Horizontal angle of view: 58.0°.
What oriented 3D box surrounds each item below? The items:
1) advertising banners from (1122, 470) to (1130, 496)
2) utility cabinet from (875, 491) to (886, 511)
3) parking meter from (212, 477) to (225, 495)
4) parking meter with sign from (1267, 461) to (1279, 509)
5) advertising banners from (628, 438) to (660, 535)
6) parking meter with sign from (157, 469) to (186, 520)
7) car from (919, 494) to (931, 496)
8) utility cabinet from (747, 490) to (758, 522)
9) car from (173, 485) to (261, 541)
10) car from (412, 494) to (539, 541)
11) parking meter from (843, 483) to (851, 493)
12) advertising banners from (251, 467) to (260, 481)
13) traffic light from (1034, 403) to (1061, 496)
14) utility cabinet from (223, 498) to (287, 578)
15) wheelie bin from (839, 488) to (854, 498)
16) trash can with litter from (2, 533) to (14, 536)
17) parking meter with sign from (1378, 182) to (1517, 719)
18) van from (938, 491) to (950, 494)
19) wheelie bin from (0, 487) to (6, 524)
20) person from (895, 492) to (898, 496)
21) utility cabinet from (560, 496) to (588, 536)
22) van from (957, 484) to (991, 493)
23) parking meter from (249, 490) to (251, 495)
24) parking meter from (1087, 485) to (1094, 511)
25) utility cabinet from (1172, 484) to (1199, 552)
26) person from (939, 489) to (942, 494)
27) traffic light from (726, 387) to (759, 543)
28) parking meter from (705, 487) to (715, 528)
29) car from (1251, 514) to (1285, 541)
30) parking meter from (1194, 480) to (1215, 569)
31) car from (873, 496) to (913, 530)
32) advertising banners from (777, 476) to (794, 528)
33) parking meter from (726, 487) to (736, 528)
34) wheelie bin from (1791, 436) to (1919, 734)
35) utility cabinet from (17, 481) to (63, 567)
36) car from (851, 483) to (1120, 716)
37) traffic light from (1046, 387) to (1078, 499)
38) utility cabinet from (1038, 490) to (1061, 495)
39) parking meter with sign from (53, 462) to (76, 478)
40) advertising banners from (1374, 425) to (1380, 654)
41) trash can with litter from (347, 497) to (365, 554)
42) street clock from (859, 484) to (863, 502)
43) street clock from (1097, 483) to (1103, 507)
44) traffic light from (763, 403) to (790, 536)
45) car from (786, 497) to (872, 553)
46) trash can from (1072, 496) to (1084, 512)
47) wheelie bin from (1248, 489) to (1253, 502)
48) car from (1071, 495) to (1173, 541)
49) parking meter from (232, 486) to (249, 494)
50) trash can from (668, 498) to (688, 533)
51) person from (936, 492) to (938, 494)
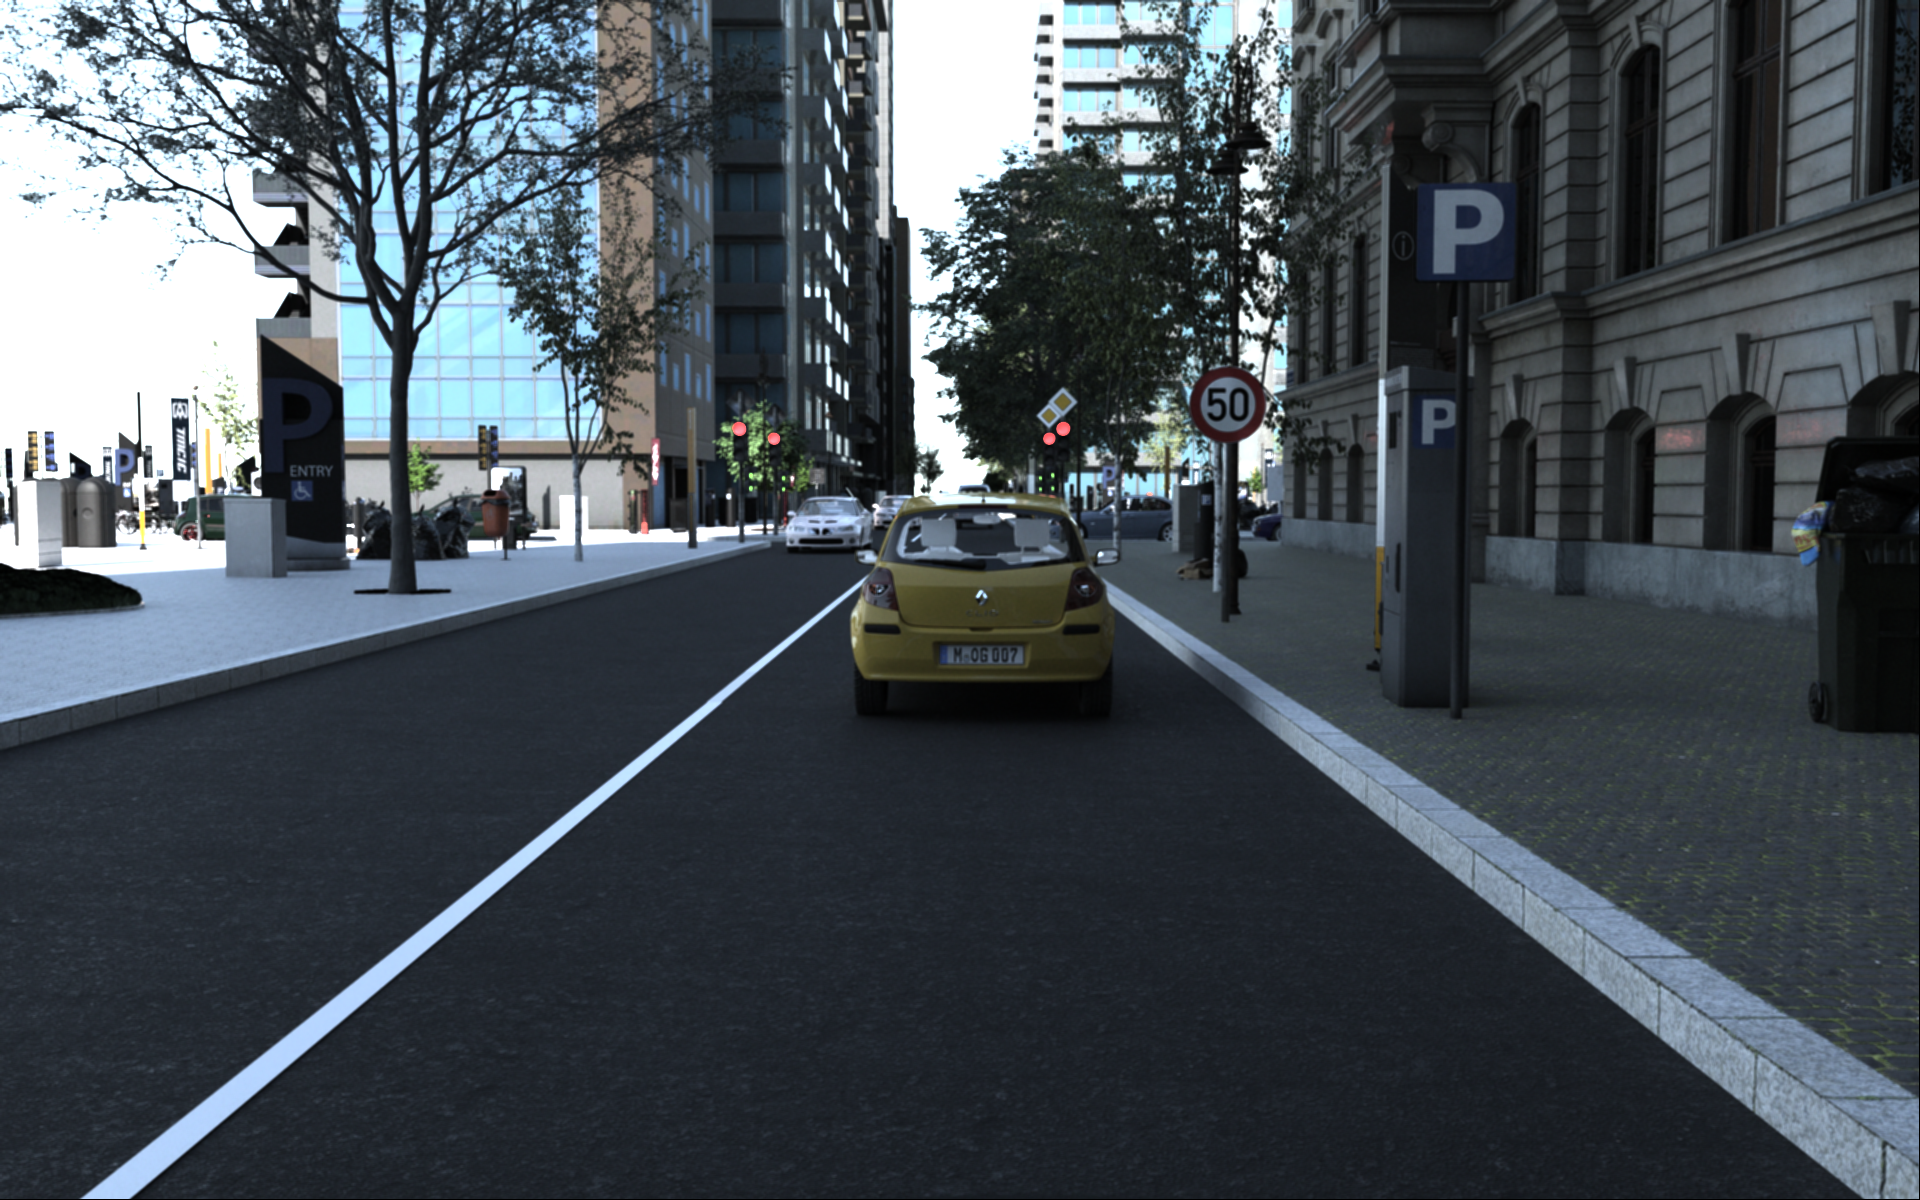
[{"bbox_3d":[11.866,-7.816,123.982,0.090,3.025,2.074,-1,4,-9],"label":"advertising banners"},{"bbox_3d":[-5.523,-6.832,120.382,0.318,1.500,1.173,2,4,24],"label":"utility cabinet"},{"bbox_3d":[-24.763,-3.188,57.831,0.255,1.863,0.399,3,5,42],"label":"parking meter"},{"bbox_3d":[16.785,-5.914,92.961,0.543,3.016,1.738,1,4,21],"label":"parking meter with sign"},{"bbox_3d":[-9.950,-3.570,54.560,0.090,3.025,2.074,-3,4,-38],"label":"advertising banners"},{"bbox_3d":[-39.162,-5.459,85.512,1.738,3.016,0.543,0,4,-7],"label":"parking meter with sign"},{"bbox_3d":[-2.325,-6.862,124.197,2.014,1.417,4.499,0,4,2],"label":"car"},{"bbox_3d":[-9.295,-4.217,77.621,0.318,1.500,1.173,0,4,2],"label":"utility cabinet"},{"bbox_3d":[-19.960,-2.390,48.863,4.222,1.686,2.009,0,4,-1],"label":"car"},{"bbox_3d":[-14.446,-2.495,50.575,4.222,1.686,2.009,0,4,2],"label":"car"},{"bbox_3d":[-5.951,-5.221,91.070,0.399,1.863,0.255,1,4,22],"label":"parking meter"},{"bbox_3d":[-45.705,-6.986,110.416,2.074,3.025,0.090,-1,4,-18],"label":"advertising banners"},{"bbox_3d":[2.724,-3.948,53.478,0.839,4.253,0.868,0,4,0],"label":"traffic light"},{"bbox_3d":[-10.895,-0.956,26.795,1.020,1.237,0.306,2,4,25],"label":"utility cabinet"},{"bbox_3d":[-5.736,-4.868,87.493,0.693,1.594,0.980,0,4,2],"label":"wheelie bin"},{"bbox_3d":[-28.617,-2.635,54.136,2.233,1.210,1.678,-1,4,-21],"label":"trash can with litter"},{"bbox_3d":[2.896,-0.879,10.635,0.543,3.016,1.738,0,4,4],"label":"parking meter with sign"},{"bbox_3d":[-1.846,-12.027,203.656,2.013,2.044,4.112,0,4,-1],"label":"van"},{"bbox_3d":[-40.146,-3.920,71.992,0.693,1.594,0.980,2,4,32],"label":"wheelie bin"},{"bbox_3d":[-7.715,-12.123,207.438,1.217,1.736,0.721,0,4,1],"label":"person"},{"bbox_3d":[-11.789,-2.556,52.950,1.020,1.237,0.306,3,5,41],"label":"utility cabinet"},{"bbox_3d":[0.617,-4.012,72.605,2.013,2.044,4.112,0,4,2],"label":"van"},{"bbox_3d":[-39.001,-5.288,94.867,0.372,1.533,0.369,0,3,0],"label":"parking meter"},{"bbox_3d":[8.751,-6.767,116.351,0.399,1.863,0.255,-1,4,-19],"label":"parking meter"},{"bbox_3d":[5.254,-1.789,37.933,1.173,1.500,0.318,-1,4,-21],"label":"utility cabinet"},{"bbox_3d":[-1.610,-8.214,142.827,0.705,1.821,1.348,2,4,29],"label":"person"},{"bbox_3d":[-5.736,-3.462,45.528,0.839,4.253,0.868,0,4,0],"label":"traffic light"},{"bbox_3d":[-9.550,-3.535,66.213,0.372,1.533,0.369,0,3,0],"label":"parking meter"},{"bbox_3d":[10.277,-2.240,49.209,3.894,1.354,1.945,0,4,2],"label":"car"},{"bbox_3d":[4.079,-1.245,28.772,0.372,1.533,0.369,0,3,0],"label":"parking meter"},{"bbox_3d":[-2.523,-3.605,71.298,2.083,1.381,4.827,0,4,1],"label":"car"},{"bbox_3d":[-6.653,-4.273,66.058,0.090,3.025,2.074,-2,4,-25],"label":"advertising banners"},{"bbox_3d":[-8.752,-3.531,66.147,0.372,1.533,0.369,0,3,0],"label":"parking meter"},{"bbox_3d":[5.091,-0.094,9.442,0.980,1.594,0.693,1,4,14],"label":"wheelie bin"},{"bbox_3d":[-16.122,-1.325,30.350,0.318,1.500,1.173,-1,4,-9],"label":"utility cabinet"},{"bbox_3d":[0.191,-0.149,12.653,2.015,1.641,3.980,0,4,2],"label":"car"},{"bbox_3d":[2.675,-3.460,45.493,0.839,4.253,0.868,0,4,0],"label":"traffic light"},{"bbox_3d":[4.536,-4.848,87.946,1.173,1.500,0.318,2,4,28],"label":"utility cabinet"},{"bbox_3d":[-49.037,-6.021,94.708,1.738,3.016,0.543,2,4,30],"label":"parking meter with sign"},{"bbox_3d":[3.480,-1.108,14.305,0.090,3.025,2.074,1,4,14],"label":"advertising banners"},{"bbox_3d":[-13.041,-1.650,38.042,1.678,1.210,2.233,-1,4,-13],"label":"trash can with litter"},{"bbox_3d":[-6.958,-7.157,121.588,0.358,2.002,0.471,1,4,10],"label":"street clock"},{"bbox_3d":[9.164,-6.655,113.386,0.358,2.002,0.471,3,4,39],"label":"street clock"},{"bbox_3d":[-5.687,-3.951,53.513,0.839,4.253,0.868,0,4,0],"label":"traffic light"},{"bbox_3d":[-3.264,-1.925,43.842,2.083,1.381,4.827,0,4,2],"label":"car"},{"bbox_3d":[7.062,-5.615,103.453,0.748,1.137,0.748,0,3,0],"label":"trash can"},{"bbox_3d":[17.128,-5.885,104.125,0.980,1.594,0.693,-3,4,-38],"label":"wheelie bin"},{"bbox_3d":[4.741,-2.308,49.742,4.499,1.417,2.014,0,4,1],"label":"car"},{"bbox_3d":[-23.738,-2.970,56.979,0.372,1.533,0.369,0,3,0],"label":"parking meter"},{"bbox_3d":[-9.327,-2.809,57.580,0.748,1.137,0.748,0,3,0],"label":"trash can"},{"bbox_3d":[-3.114,-14.208,241.516,0.721,1.736,1.217,2,4,33],"label":"person"}]
